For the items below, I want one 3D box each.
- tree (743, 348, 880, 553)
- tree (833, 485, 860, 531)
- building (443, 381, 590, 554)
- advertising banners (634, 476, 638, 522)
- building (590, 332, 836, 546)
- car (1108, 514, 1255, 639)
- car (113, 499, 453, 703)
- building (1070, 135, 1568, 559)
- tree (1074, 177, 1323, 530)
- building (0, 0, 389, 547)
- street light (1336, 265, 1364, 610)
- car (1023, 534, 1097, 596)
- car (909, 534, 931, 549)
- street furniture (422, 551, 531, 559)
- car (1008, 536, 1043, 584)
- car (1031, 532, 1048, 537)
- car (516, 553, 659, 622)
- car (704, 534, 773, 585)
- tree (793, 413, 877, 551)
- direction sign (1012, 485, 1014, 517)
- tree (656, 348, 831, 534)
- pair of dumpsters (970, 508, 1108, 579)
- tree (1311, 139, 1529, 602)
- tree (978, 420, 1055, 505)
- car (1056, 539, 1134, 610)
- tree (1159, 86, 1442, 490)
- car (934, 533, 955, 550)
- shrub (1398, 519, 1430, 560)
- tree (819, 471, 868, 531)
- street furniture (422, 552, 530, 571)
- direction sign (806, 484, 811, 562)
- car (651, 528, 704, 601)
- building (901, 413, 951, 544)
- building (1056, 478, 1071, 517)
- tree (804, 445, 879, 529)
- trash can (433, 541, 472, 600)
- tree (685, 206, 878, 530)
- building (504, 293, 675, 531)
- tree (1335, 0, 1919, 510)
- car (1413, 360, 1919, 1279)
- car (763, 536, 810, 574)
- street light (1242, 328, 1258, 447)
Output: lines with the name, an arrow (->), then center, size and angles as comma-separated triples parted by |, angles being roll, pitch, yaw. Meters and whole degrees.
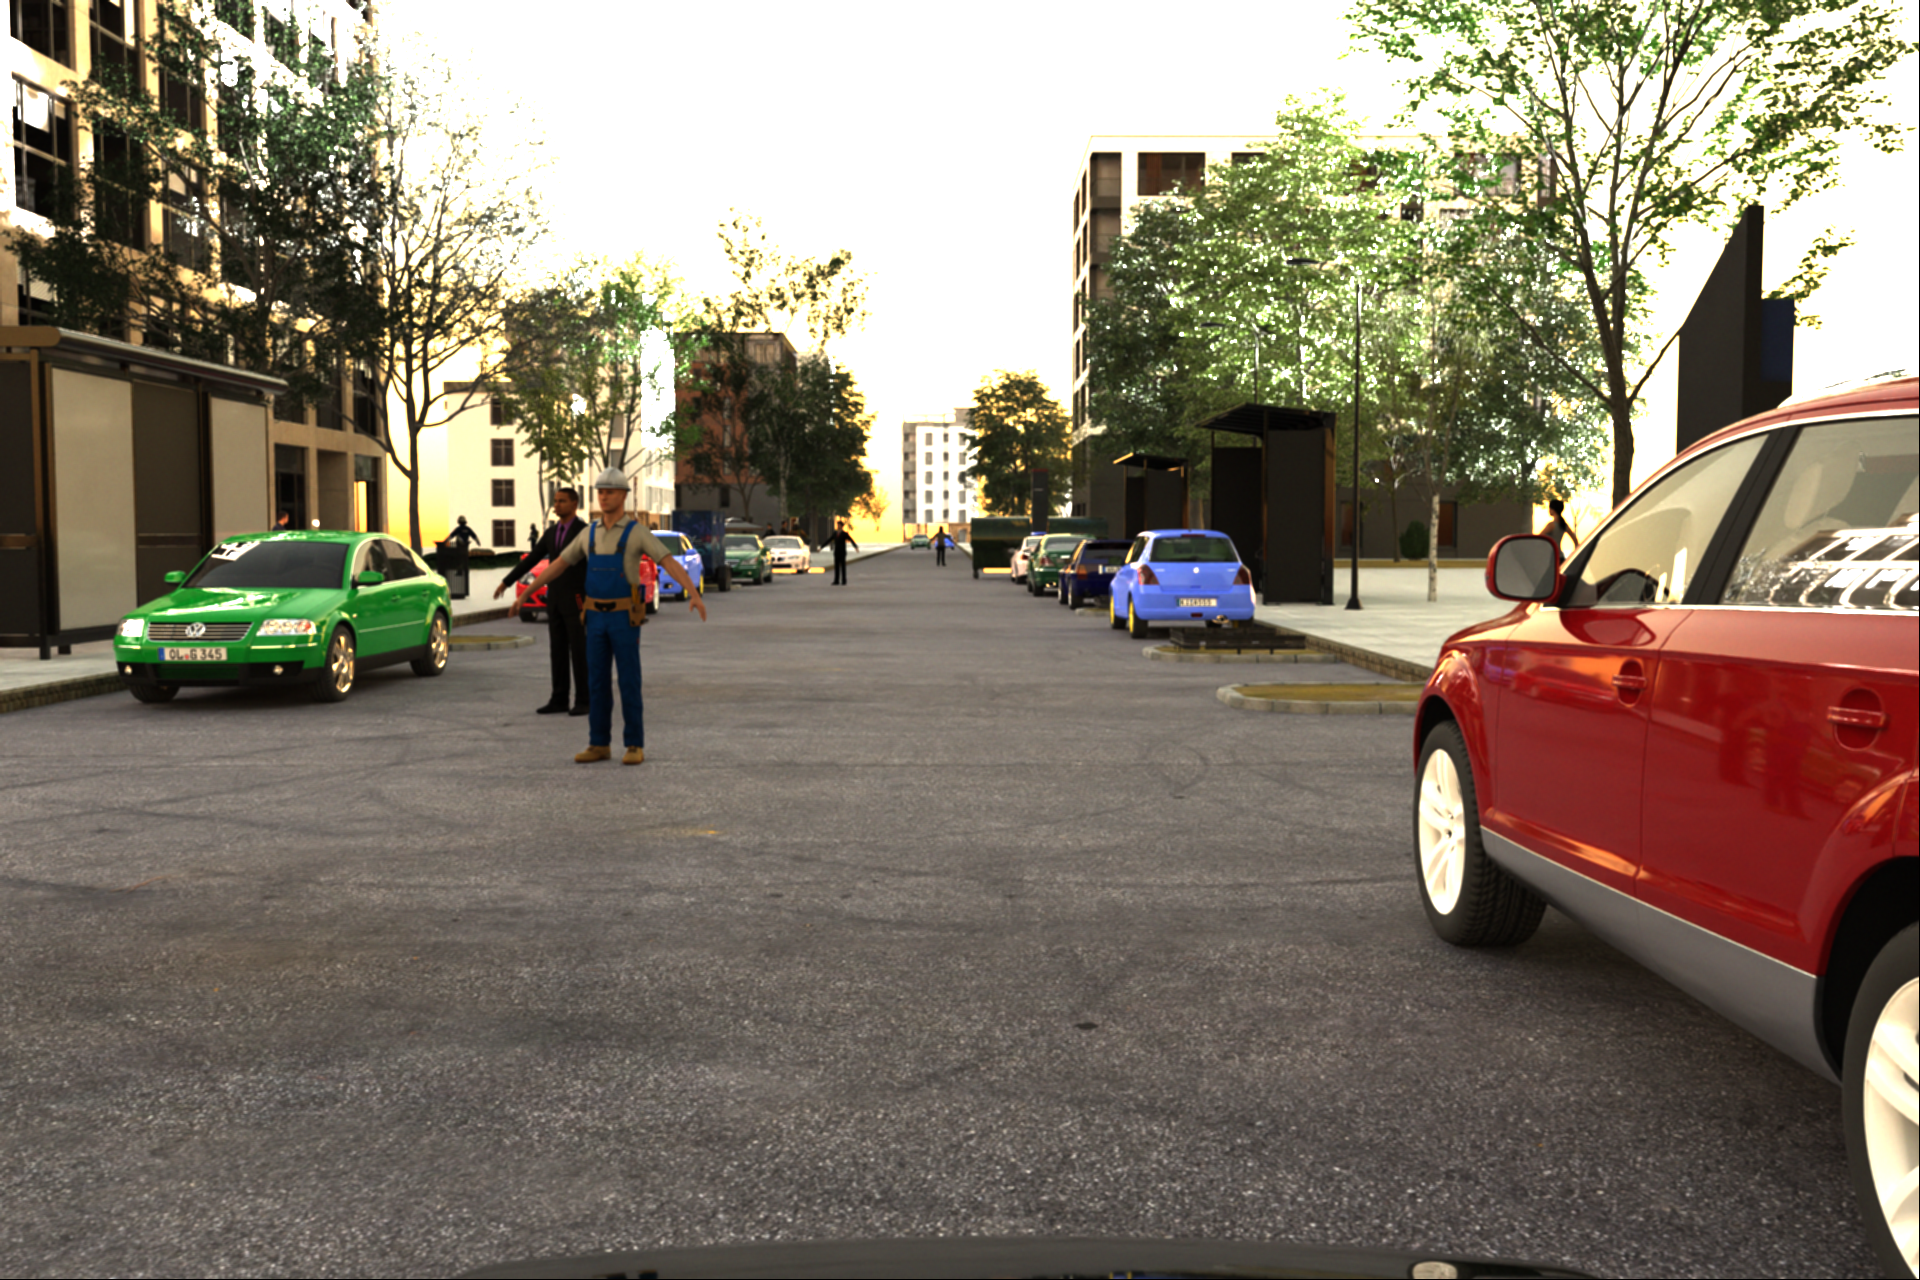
tree -> -10.178, -13.063, 120.242 | 9.857, 13.997, 8.962 | 0, 3, 0
tree -> -11.086, -12.979, 162.573 | 4.737, 8.622, 4.395 | 0, 3, 0
building -> -27.797, -10.209, 109.068 | 9.099, 9.664, 28.070 | 0, 4, -1
advertising banners -> -9.834, -3.405, 51.866 | 0.090, 3.025, 2.074 | 0, 4, 0
building -> -28.645, -21.246, 191.344 | 27.936, 21.610, 32.646 | 0, 4, -1
car -> 3.140, -0.944, 25.033 | 1.945, 1.707, 3.694 | 0, 4, -1
car -> -6.134, -0.449, 16.139 | 1.959, 1.807, 4.718 | 0, 3, 0
building -> 20.551, -15.986, 105.343 | 27.936, 21.610, 32.646 | 0, 4, 0
tree -> 8.584, -9.517, 62.262 | 9.857, 13.997, 8.962 | 0, 3, 0
building -> -30.637, -14.896, 46.752 | 19.351, 26.588, 34.151 | 0, 4, -1
street light -> 7.249, -3.470, 29.283 | 1.470, 5.913, 1.316 | 0, 4, -1
car -> 2.580, -1.803, 41.270 | 2.131, 1.459, 4.920 | 0, 4, 0
car -> -3.681, -9.257, 163.143 | 2.131, 1.459, 4.920 | 0, 3, 0
street furniture -> -19.909, -4.012, 81.221 | 10.072, 0.657, 5.734 | 2, 4, 25
car -> 2.484, -2.346, 50.717 | 2.083, 1.381, 4.827 | 0, 4, -1
car -> 2.743, -3.041, 59.311 | 1.945, 1.707, 3.694 | 0, 4, -1
car -> -6.325, -1.263, 29.694 | 2.155, 1.783, 4.494 | 0, 4, -1
car -> -6.479, -2.344, 50.124 | 2.131, 1.459, 4.920 | 0, 4, -1
tree -> -10.197, -12.224, 134.281 | 8.767, 10.594, 7.601 | 3, 4, 37
direction sign -> 2.483, -5.453, 81.151 | 0.379, 3.537, 0.876 | 0, 4, -2
tree -> -10.595, -9.298, 86.434 | 8.767, 10.594, 7.601 | -2, 4, -26
pair of dumpsters -> 2.528, -3.099, 55.626 | 4.436, 2.255, 1.574 | 0, 3, 0
tree -> 9.008, -5.025, 32.518 | 4.360, 8.622, 3.978 | 0, 3, 0
tree -> 5.181, -14.057, 155.593 | 9.928, 11.665, 9.643 | 0, 3, 0
car -> 2.903, -1.321, 34.186 | 1.945, 1.354, 3.894 | 0, 4, -1
tree -> 8.704, -7.725, 44.423 | 7.486, 12.596, 7.792 | 0, 3, 0
car -> -1.393, -9.022, 157.098 | 1.945, 1.707, 3.694 | 0, 4, -2
shrub -> 22.321, -4.944, 84.872 | 1.661, 2.075, 1.752 | 0, 3, 0
tree -> -10.097, -11.944, 145.654 | 4.737, 8.622, 4.395 | 0, 3, 0
street furniture -> -17.270, -3.049, 65.472 | 5.734, 0.657, 10.072 | 0, 4, 1
direction sign -> -6.933, -5.300, 78.647 | 0.379, 3.537, 0.876 | 0, 3, 0
car -> -6.670, -1.736, 37.977 | 1.945, 1.707, 3.694 | 0, 4, -1
building -> -8.465, -24.598, 261.058 | 11.380, 20.090, 16.016 | 0, 4, -8
building -> 18.266, -17.713, 231.759 | 9.099, 9.664, 28.070 | 0, 4, -1
tree -> -10.674, -13.447, 154.267 | 7.601, 10.594, 8.767 | 3, 5, 42
trash can -> -9.986, -1.373, 34.108 | 0.748, 1.137, 0.748 | 0, 3, 0
tree -> -11.981, -15.104, 102.837 | 12.611, 20.169, 13.585 | 0, 3, 0
building -> -29.472, -17.132, 136.523 | 16.016, 20.090, 11.380 | 0, 4, -1
tree -> 8.812, -5.952, 23.064 | 9.928, 11.665, 9.643 | 0, 3, 0
car -> 2.687, 0.259, 4.432 | 2.281, 1.827, 5.304 | 0, 3, 0
car -> -6.560, -3.149, 63.847 | 2.083, 1.381, 4.827 | 0, 4, -1
street light -> 7.026, -4.007, 38.050 | 1.470, 5.913, 1.316 | 0, 4, 0
